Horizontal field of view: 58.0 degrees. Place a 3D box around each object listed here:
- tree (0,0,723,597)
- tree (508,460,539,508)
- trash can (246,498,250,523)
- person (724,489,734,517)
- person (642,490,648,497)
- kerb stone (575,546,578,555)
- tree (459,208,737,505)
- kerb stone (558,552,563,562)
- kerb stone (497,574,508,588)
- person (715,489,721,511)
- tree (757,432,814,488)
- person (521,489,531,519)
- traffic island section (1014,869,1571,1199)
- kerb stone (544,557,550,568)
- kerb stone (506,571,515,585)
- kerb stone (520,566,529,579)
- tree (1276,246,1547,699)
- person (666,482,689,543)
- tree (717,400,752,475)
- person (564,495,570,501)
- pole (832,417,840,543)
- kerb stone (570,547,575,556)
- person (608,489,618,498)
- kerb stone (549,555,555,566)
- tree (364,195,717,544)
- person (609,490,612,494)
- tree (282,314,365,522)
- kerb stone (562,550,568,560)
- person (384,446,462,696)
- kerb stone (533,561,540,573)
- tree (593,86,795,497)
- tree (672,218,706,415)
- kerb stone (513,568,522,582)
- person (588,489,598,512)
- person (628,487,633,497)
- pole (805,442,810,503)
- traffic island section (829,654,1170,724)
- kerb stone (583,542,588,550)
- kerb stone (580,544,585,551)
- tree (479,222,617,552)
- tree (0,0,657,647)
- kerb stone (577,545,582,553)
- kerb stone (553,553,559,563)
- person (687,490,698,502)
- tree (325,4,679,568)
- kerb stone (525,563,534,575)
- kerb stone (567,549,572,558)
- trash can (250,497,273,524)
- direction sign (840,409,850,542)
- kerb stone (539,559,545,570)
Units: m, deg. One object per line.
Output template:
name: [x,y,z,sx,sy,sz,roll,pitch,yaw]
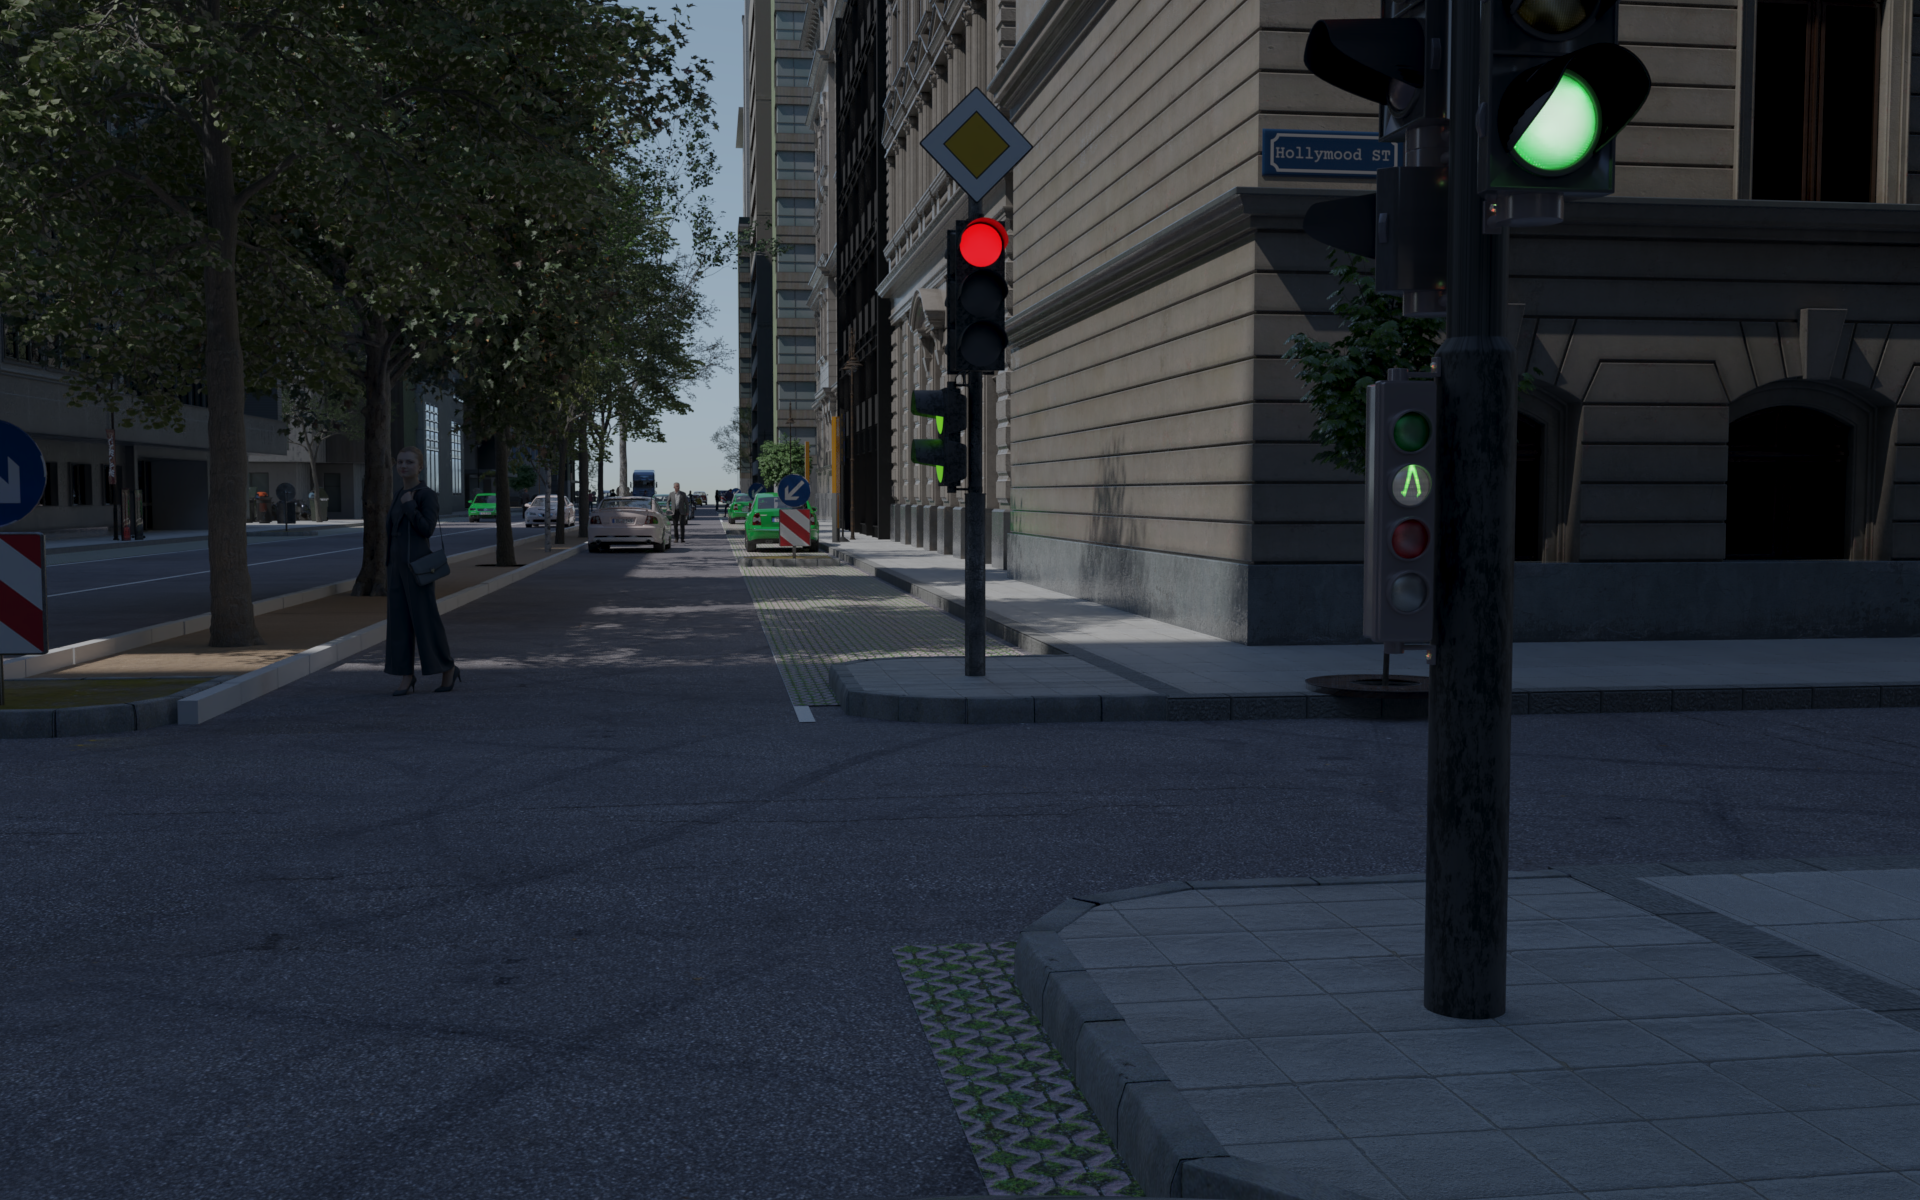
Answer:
tree: [-8.160,-6.394,24.000,9.611,12.733,9.660,0,3,0]
tree: [-40.388,-10.743,159.363,4.285,4.588,4.351,0,3,0]
trash can: [-31.495,-3.967,76.518,0.748,1.137,0.748,0,3,0]
person: [-14.299,-5.998,107.010,0.683,1.767,0.568,-1,4,-15]
person: [-21.555,-6.675,118.552,0.530,1.710,0.541,-1,4,-17]
kerb stone: [-9.117,-1.128,40.647,0.120,0.150,1.000,-1,4,-8]
tree: [-13.725,-9.357,65.817,12.009,13.543,11.850,0,3,0]
kerb stone: [-8.539,-0.881,36.596,0.120,0.150,1.000,-1,4,-8]
kerb stone: [-7.066,-0.260,26.467,0.120,0.150,1.000,-1,4,-8]
person: [-20.405,-8.395,145.769,0.705,1.822,1.348,-2,4,-29]
tree: [-9.197,-6.605,91.704,4.285,4.588,4.351,0,3,0]
person: [-25.281,-5.624,100.998,0.990,1.755,0.434,3,5,40]
traffic island section: [1.271,1.097,4.346,2.009,0.180,2.903,-1,4,-8]
kerb stone: [-8.093,-0.695,33.556,0.120,0.150,1.000,-1,4,-8]
kerb stone: [-7.218,-0.321,27.477,0.120,0.150,1.000,-1,4,-8]
kerb stone: [-7.500,-0.444,29.502,0.120,0.150,1.000,-1,4,-8]
tree: [2.924,-1.018,11.239,1.663,3.219,1.824,0,3,0]
person: [-8.252,-2.557,50.699,0.661,1.777,0.834,-1,4,-14]
tree: [-20.071,-14.429,170.332,8.767,10.594,7.601,-2,4,-28]
person: [-30.462,-7.569,132.330,0.705,1.814,1.350,3,5,44]
pole: [-3.272,-3.171,45.687,0.158,3.312,0.155,0,3,0]
kerb stone: [-8.975,-1.067,39.635,0.120,0.150,1.000,-1,4,-8]
person: [-28.353,-8.158,141.519,0.705,1.869,1.348,3,5,39]
kerb stone: [-8.241,-0.754,34.568,0.120,0.150,1.000,-1,4,-8]
tree: [-11.362,-6.834,48.608,8.767,10.594,7.601,-1,4,-8]
person: [-31.450,-9.017,155.920,0.705,1.826,1.348,-1,4,-20]
tree: [-29.216,-8.792,78.160,7.601,10.594,8.767,2,4,35]
kerb stone: [-8.676,-0.940,37.611,0.120,0.150,1.000,-1,4,-8]
person: [-3.913,-0.216,12.448,0.576,1.772,0.534,1,4,16]
kerb stone: [-7.804,-0.570,31.523,0.120,0.150,1.000,-1,4,-8]
tree: [-14.246,-13.495,78.996,12.611,20.169,13.585,0,3,0]
tree: [-12.170,-8.291,56.139,7.486,12.596,7.792,0,3,0]
kerb stone: [-7.358,-0.382,28.490,0.120,0.150,1.000,-1,4,-8]
person: [-24.668,-6.507,115.616,1.217,1.743,0.721,0,4,-1]
person: [-17.823,-5.158,92.849,1.348,1.823,0.705,3,5,41]
pole: [-5.931,-4.491,67.277,0.158,3.312,0.155,0,3,0]
traffic island section: [0.130,0.614,12.250,2.009,0.180,2.903,-1,4,-8]
kerb stone: [-9.554,-1.314,43.687,0.120,0.150,1.000,-1,4,-8]
kerb stone: [-9.408,-1.252,42.670,0.120,0.150,1.000,-1,4,-8]
tree: [-10.192,-5.486,42.514,4.737,8.622,4.395,0,3,0]
tree: [-6.664,-5.805,15.498,7.486,12.596,7.792,0,3,0]
kerb stone: [-9.261,-1.182,41.659,0.120,0.150,1.000,-1,4,-8]
kerb stone: [-8.389,-0.817,35.585,0.120,0.150,1.000,-1,4,-8]
person: [-22.026,-8.115,141.892,1.217,1.735,0.721,-3,5,-41]
tree: [-9.070,-6.461,33.855,9.928,11.665,9.643,0,3,0]
kerb stone: [-7.656,-0.509,30.512,0.120,0.150,1.000,-1,4,-8]
kerb stone: [-8.819,-1.005,38.625,0.120,0.150,1.000,-1,4,-8]
trash can: [-30.255,-3.894,75.317,0.748,1.137,0.748,0,3,0]
direction sign: [-3.144,-3.326,46.378,0.379,3.537,0.876,0,4,2]
kerb stone: [-7.954,-0.633,32.539,0.120,0.150,1.000,-1,4,-8]
